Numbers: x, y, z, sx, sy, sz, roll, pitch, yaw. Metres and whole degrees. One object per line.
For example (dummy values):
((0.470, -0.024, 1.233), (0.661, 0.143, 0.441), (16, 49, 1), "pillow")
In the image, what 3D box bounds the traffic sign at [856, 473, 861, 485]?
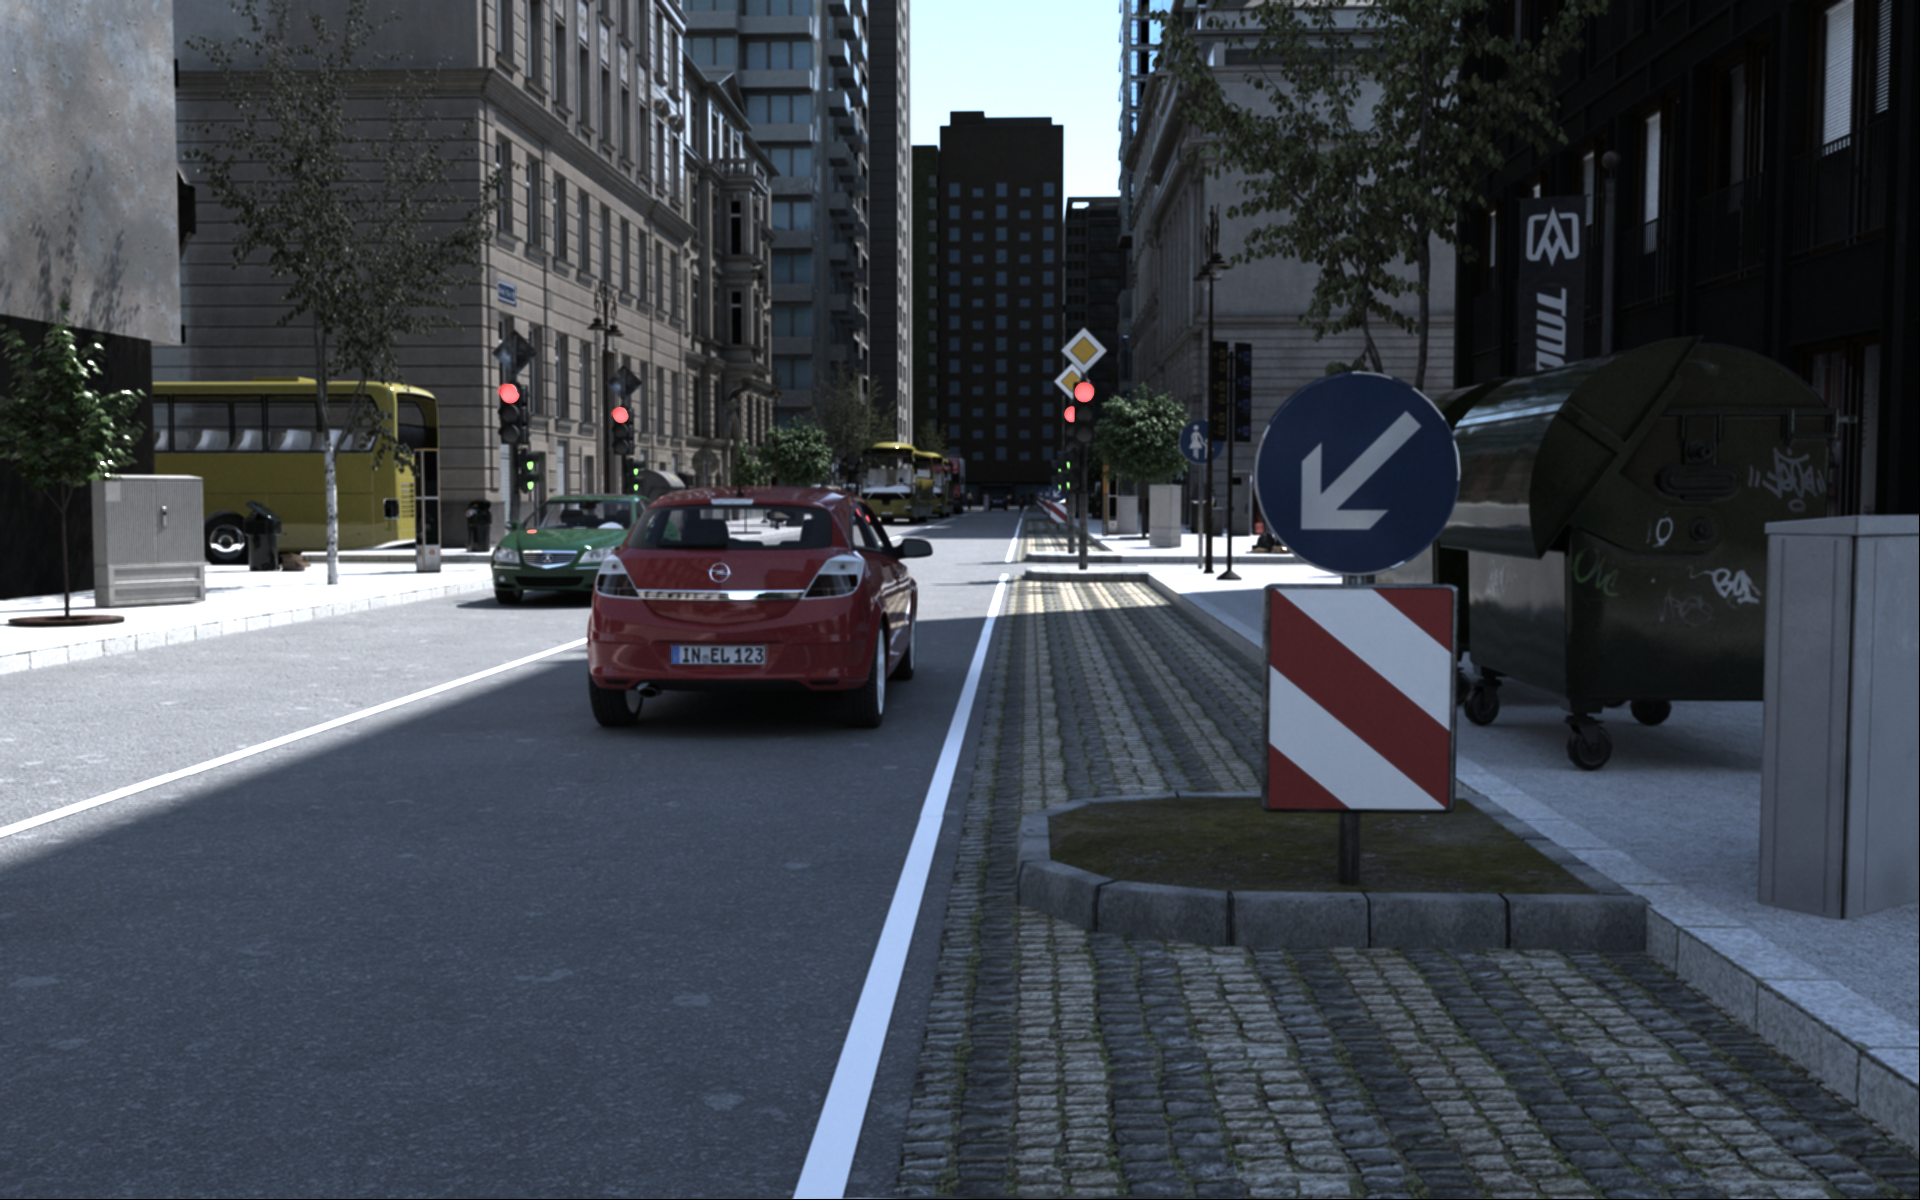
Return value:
((-5.680, -6.181, 101.163), (0.768, 2.556, 0.104), (1, 4, 8), "traffic sign")

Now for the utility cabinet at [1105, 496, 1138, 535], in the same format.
((5.099, -2.660, 54.655), (1.020, 1.237, 0.306), (0, 4, 1), "utility cabinet")

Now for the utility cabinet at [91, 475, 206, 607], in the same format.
((-9.302, -0.686, 19.895), (0.318, 1.500, 1.173), (2, 4, 35), "utility cabinet")

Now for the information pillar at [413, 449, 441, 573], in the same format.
((-8.665, -1.449, 28.182), (0.304, 2.012, 0.304), (-3, 5, -42), "information pillar")

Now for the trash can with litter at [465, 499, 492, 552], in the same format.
((-10.752, -1.649, 38.347), (0.624, 1.170, 1.055), (-2, 4, -31), "trash can with litter")

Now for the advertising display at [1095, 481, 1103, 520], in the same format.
((6.971, -5.002, 86.995), (0.123, 1.923, 0.974), (-1, 4, -13), "advertising display")

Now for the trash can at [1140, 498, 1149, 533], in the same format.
((6.312, -2.787, 57.223), (0.748, 1.137, 0.748), (0, 3, 0), "trash can")

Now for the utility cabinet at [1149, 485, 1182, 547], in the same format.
((4.936, -2.013, 41.585), (0.318, 1.500, 1.173), (-1, 4, -19), "utility cabinet")

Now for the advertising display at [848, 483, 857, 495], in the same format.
((-6.403, -5.828, 100.502), (0.974, 1.923, 0.123), (-3, 5, -41), "advertising display")

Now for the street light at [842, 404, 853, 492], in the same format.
((-5.757, -7.082, 88.571), (0.468, 5.910, 1.993), (0, 4, 2), "street light")

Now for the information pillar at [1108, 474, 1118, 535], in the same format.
((4.774, -3.047, 54.308), (0.304, 2.012, 0.304), (0, 4, -3), "information pillar")

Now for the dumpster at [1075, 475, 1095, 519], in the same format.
((6.632, -5.377, 90.411), (1.502, 2.255, 1.985), (0, 4, 2), "dumpster")

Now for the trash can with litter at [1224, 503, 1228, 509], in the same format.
((9.107, -2.768, 56.643), (0.624, 1.170, 1.055), (2, 4, 32), "trash can with litter")

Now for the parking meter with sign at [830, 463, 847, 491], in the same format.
((-6.556, -6.094, 95.906), (0.543, 3.016, 1.738), (-2, 4, -32), "parking meter with sign")

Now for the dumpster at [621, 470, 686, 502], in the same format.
((-7.461, -2.226, 42.147), (1.264, 1.857, 1.865), (0, 4, 2), "dumpster")

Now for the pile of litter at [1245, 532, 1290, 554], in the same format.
((7.065, -1.437, 37.468), (1.719, 0.858, 1.176), (1, 4, 16), "pile of litter")

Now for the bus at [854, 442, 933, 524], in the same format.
((-3.042, -5.757, 85.680), (2.896, 3.916, 12.252), (0, 4, 4), "bus")

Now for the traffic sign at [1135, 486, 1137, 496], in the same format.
((5.616, -3.374, 55.271), (0.768, 2.556, 0.104), (1, 4, 10), "traffic sign")

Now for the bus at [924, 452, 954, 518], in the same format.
((-1.934, -6.942, 105.045), (2.896, 3.916, 12.252), (0, 4, 2), "bus")

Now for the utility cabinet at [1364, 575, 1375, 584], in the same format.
((5.434, -0.814, 21.983), (1.173, 1.500, 0.318), (-3, 4, -38), "utility cabinet")

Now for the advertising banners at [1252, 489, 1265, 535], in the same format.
((9.316, -3.539, 54.055), (2.074, 3.025, 0.090), (-2, 4, -32), "advertising banners")

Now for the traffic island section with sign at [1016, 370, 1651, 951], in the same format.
((1.207, 0.138, 6.379), (1.989, 1.847, 2.006), (0, 4, 2), "traffic island section with sign")

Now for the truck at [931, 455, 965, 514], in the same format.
((-1.024, -8.361, 125.622), (2.839, 4.237, 11.283), (0, 4, 2), "truck")

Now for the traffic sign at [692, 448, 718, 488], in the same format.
((-7.131, -2.954, 48.398), (0.768, 2.556, 0.104), (1, 4, 8), "traffic sign")

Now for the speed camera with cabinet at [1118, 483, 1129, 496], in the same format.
((7.202, -5.199, 79.334), (0.660, 3.252, 2.038), (1, 4, 21), "speed camera with cabinet")

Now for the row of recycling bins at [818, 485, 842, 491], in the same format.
((-6.065, -4.535, 81.258), (1.069, 1.692, 3.534), (0, 4, 3), "row of recycling bins")

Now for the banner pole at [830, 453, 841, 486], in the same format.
((-7.091, -6.593, 97.808), (0.863, 3.779, 0.401), (0, 4, 0), "banner pole")

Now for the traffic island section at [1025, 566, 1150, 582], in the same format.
((2.108, -0.433, 29.368), (2.009, 0.180, 2.903), (0, 4, 2), "traffic island section")

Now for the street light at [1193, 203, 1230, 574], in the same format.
((4.030, -3.369, 27.872), (0.468, 5.910, 1.993), (0, 4, 2), "street light")

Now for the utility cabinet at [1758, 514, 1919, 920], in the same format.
((2.986, 0.341, 5.583), (1.020, 1.237, 0.306), (-2, 4, -35), "utility cabinet")

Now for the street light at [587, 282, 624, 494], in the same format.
((-7.715, -3.980, 37.865), (0.468, 5.910, 1.993), (0, 4, 2), "street light")

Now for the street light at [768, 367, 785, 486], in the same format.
((-6.688, -5.531, 63.216), (0.468, 5.910, 1.993), (0, 4, 2), "street light")

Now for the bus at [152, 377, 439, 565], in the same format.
((-16.638, -2.593, 33.942), (12.252, 3.916, 2.896), (0, 4, 2), "bus")

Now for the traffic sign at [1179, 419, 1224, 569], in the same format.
((4.120, -1.804, 29.608), (0.768, 2.556, 0.104), (0, 4, 8), "traffic sign")

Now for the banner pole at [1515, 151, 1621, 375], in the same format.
((4.538, -1.396, 12.837), (0.863, 3.779, 0.401), (1, 4, 21), "banner pole")

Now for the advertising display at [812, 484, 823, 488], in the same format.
((-8.816, -6.165, 106.017), (0.974, 1.923, 0.123), (3, 4, 36), "advertising display")

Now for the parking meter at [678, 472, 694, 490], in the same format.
((-7.106, -2.401, 44.975), (0.399, 1.863, 0.255), (3, 4, 37), "parking meter")

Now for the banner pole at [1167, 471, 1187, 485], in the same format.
((7.428, -4.268, 59.801), (0.863, 3.779, 0.401), (1, 4, 9), "banner pole")

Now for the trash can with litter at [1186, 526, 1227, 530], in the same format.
((8.710, -3.149, 62.547), (1.678, 1.210, 2.233), (0, 4, 1), "trash can with litter")

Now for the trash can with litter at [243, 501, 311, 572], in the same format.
((-11.385, -1.072, 28.910), (1.055, 1.170, 0.624), (0, 4, 4), "trash can with litter")

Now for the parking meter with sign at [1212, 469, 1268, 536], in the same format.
((8.526, -3.456, 52.771), (1.738, 3.016, 0.543), (1, 4, 19), "parking meter with sign")

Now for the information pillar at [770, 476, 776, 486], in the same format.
((-7.125, -3.781, 66.319), (0.304, 2.012, 0.304), (0, 4, -8), "information pillar")

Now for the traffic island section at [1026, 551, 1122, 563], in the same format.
((2.424, -0.921, 37.347), (2.009, 0.180, 2.903), (0, 4, 2), "traffic island section")

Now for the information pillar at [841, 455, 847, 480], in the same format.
((-6.869, -6.807, 102.641), (0.504, 3.616, 0.183), (1, 4, 11), "information pillar")

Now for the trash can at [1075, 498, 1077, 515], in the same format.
((6.959, -5.472, 101.115), (0.748, 1.137, 0.748), (0, 3, 0), "trash can")

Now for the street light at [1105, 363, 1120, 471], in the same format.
((5.368, -5.389, 60.905), (0.468, 5.910, 1.993), (0, 4, 2), "street light")
